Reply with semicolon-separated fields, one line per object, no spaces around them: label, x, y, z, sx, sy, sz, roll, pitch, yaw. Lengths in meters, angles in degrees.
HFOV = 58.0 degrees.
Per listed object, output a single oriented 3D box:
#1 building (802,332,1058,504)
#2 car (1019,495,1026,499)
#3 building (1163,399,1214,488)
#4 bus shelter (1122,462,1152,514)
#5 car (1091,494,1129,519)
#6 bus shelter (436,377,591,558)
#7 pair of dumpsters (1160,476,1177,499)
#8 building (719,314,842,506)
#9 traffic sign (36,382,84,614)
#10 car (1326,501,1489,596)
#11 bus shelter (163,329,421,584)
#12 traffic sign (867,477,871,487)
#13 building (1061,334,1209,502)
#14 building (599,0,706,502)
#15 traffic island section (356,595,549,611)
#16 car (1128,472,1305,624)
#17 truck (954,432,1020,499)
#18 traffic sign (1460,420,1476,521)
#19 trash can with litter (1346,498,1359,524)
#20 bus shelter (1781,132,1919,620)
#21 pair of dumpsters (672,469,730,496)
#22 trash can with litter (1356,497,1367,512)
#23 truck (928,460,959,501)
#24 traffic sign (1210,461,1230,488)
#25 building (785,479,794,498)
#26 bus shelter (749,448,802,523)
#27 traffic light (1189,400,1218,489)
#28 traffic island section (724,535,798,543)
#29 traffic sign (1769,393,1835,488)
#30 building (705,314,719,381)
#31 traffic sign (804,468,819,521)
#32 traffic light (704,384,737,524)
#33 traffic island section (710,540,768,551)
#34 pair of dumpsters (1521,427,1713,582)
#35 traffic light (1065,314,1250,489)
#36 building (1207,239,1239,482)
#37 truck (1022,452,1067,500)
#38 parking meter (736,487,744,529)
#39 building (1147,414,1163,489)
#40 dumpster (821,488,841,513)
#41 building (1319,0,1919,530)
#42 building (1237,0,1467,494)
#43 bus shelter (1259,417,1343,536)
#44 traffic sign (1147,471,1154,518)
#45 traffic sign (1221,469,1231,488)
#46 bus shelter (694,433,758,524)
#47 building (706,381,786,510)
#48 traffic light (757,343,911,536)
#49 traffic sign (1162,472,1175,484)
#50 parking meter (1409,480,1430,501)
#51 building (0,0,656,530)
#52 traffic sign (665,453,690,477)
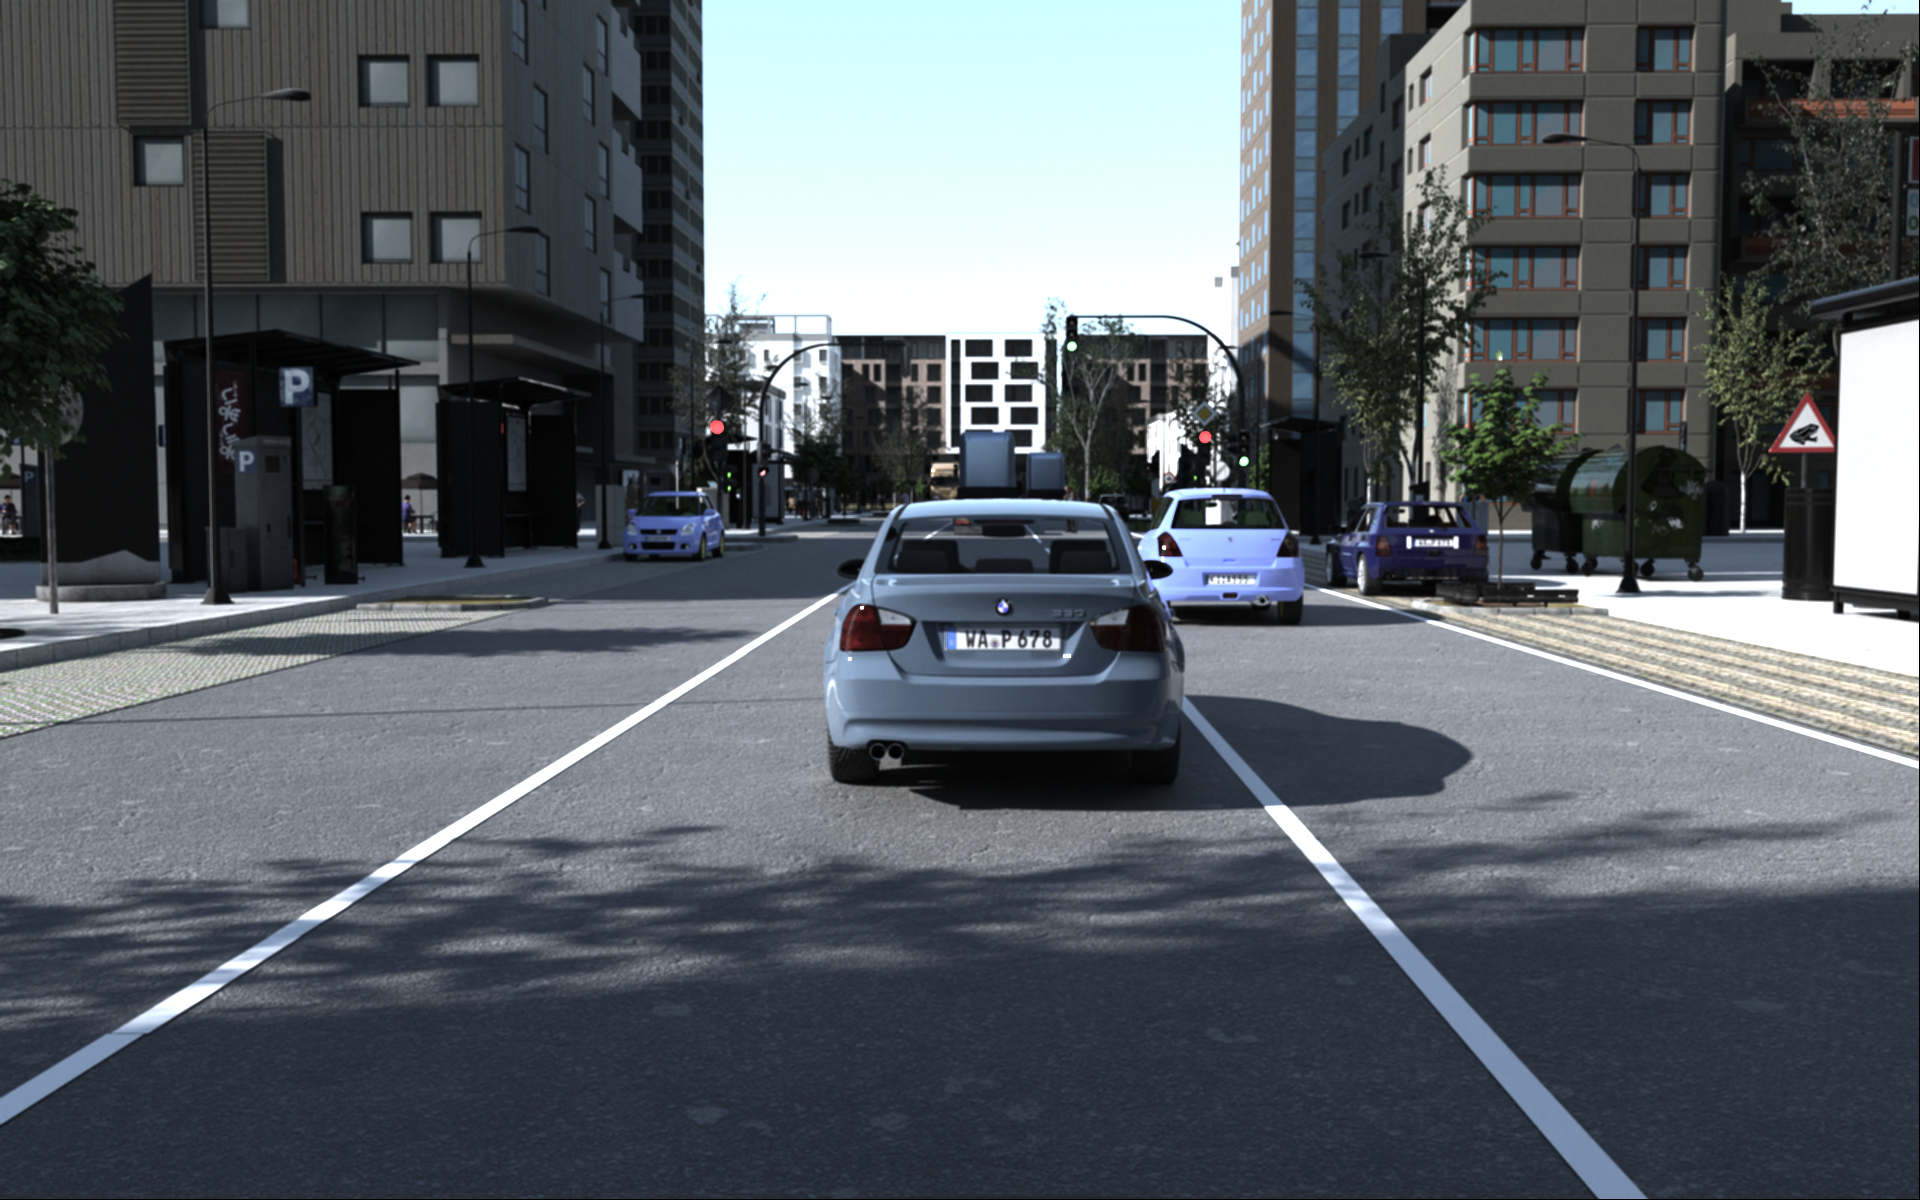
building;-3.666;-23.785;232.862;32.646;21.610;27.936;0;4;1
car;5.840;-8.568;152.669;1.945;1.354;3.894;0;4;0
building;24.064;-12.890;152.901;9.099;9.664;28.070;0;4;1
bus shelter;11.575;-7.160;110.983;2.014;3.302;5.546;0;4;1
car;7.952;-4.991;91.387;2.009;1.686;4.222;0;4;1
bus shelter;-9.615;-2.846;37.819;1.731;3.624;6.357;0;4;1
pair of dumpsters;11.940;-5.649;94.860;1.574;2.255;4.437;0;4;1
building;-18.915;-20.306;188.419;11.380;20.091;16.016;0;4;1
traffic sign;-9.715;-1.125;18.495;0.768;2.556;0.104;0;4;8
car;6.502;-0.789;25.485;1.945;1.354;3.894;0;4;2
bus shelter;-10.501;-2.234;27.808;1.731;3.624;6.357;0;4;1
traffic sign;-6.940;-7.785;127.393;0.768;2.556;0.104;0;4;7
building;30.232;-23.732;231.995;32.646;21.610;27.936;0;4;1
building;-29.003;-25.379;106.820;32.217;40.220;23.993;0;4;1
traffic island section;-6.352;0.050;22.051;1.991;0.108;1.994;0;4;1
car;2.968;-0.659;20.374;1.945;1.707;3.694;0;4;2
truck;1.089;-4.843;68.938;2.967;4.110;18.799;0;4;1
traffic sign;9.091;-1.873;30.628;0.884;2.594;0.081;0;4;7
trash can with litter;10.318;-2.029;44.564;0.624;1.170;1.055;0;4;-4
bus shelter;10.150;-2.407;16.987;2.179;5.291;8.768;0;4;1
pair of dumpsters;-9.695;-3.806;64.725;1.574;2.255;4.437;0;4;1
trash can with litter;9.715;-1.878;41.760;1.678;1.210;2.233;0;4;2
truck;-1.028;-9.604;145.932;2.839;4.237;11.283;0;4;2
traffic sign;10.047;-4.091;66.990;0.768;2.556;0.104;0;4;8
building;-36.306;-23.822;233.461;32.646;21.610;27.936;0;4;1
bus shelter;-8.496;-5.201;78.953;2.014;3.302;5.546;0;4;1
traffic light;7.309;-3.861;52.048;0.839;4.253;0.868;0;4;1
traffic island section;-6.010;-1.846;52.455;2.009;0.180;2.903;0;4;1
traffic sign;10.851;-1.363;22.281;0.884;2.594;0.081;1;4;10
building;-30.306;-20.279;187.989;11.380;20.091;16.016;0;4;1
traffic sign;-7.206;-5.127;83.931;0.768;2.556;0.104;0;4;4
traffic light;-6.143;-3.389;44.336;0.839;4.253;0.868;0;4;1
traffic island section;-6.183;-1.357;44.472;2.009;0.180;2.903;0;4;1
pair of dumpsters;10.269;-1.518;27.307;1.574;2.255;4.437;0;4;1
traffic light;5.042;-4.239;43.969;4.771;5.953;1.251;0;4;1
building;27.250;-16.899;132.712;16.016;20.091;11.380;0;4;1
truck;5.392;-7.102;105.881;2.967;4.110;18.799;0;4;1
parking meter;-8.082;-3.402;64.034;0.372;1.533;0.369;0;3;0
building;25.231;-14.603;180.900;9.099;9.664;28.070;0;4;1
dumpster;-8.739;-6.833;117.479;1.264;1.857;1.865;0;4;1
building;32.472;-14.004;74.000;28.899;21.520;27.650;0;4;1
building;26.468;-28.438;115.073;14.600;45.320;14.200;0;4;1
bus shelter;10.926;-3.945;55.785;1.731;3.624;6.357;0;4;1
traffic sign;10.380;-5.691;93.146;0.768;2.556;0.104;1;4;10
traffic sign;10.538;-4.260;69.761;0.768;2.556;0.104;0;4;3
bus shelter;-9.441;-4.822;70.120;1.731;3.624;6.357;0;4;1
building;-18.815;-12.243;142.319;9.099;9.664;28.070;0;4;1
traffic light;-3.876;-4.749;52.309;4.771;5.953;1.251;0;4;1
traffic sign;12.193;-6.175;101.074;0.768;2.556;0.104;0;4;5
parking meter;8.429;-1.432;31.828;0.372;1.533;0.369;0;3;0
building;-29.011;-29.572;72.749;28.713;52.752;27.495;0;4;1
traffic sign;-9.066;-3.413;55.536;0.795;2.593;0.064;0;4;6
